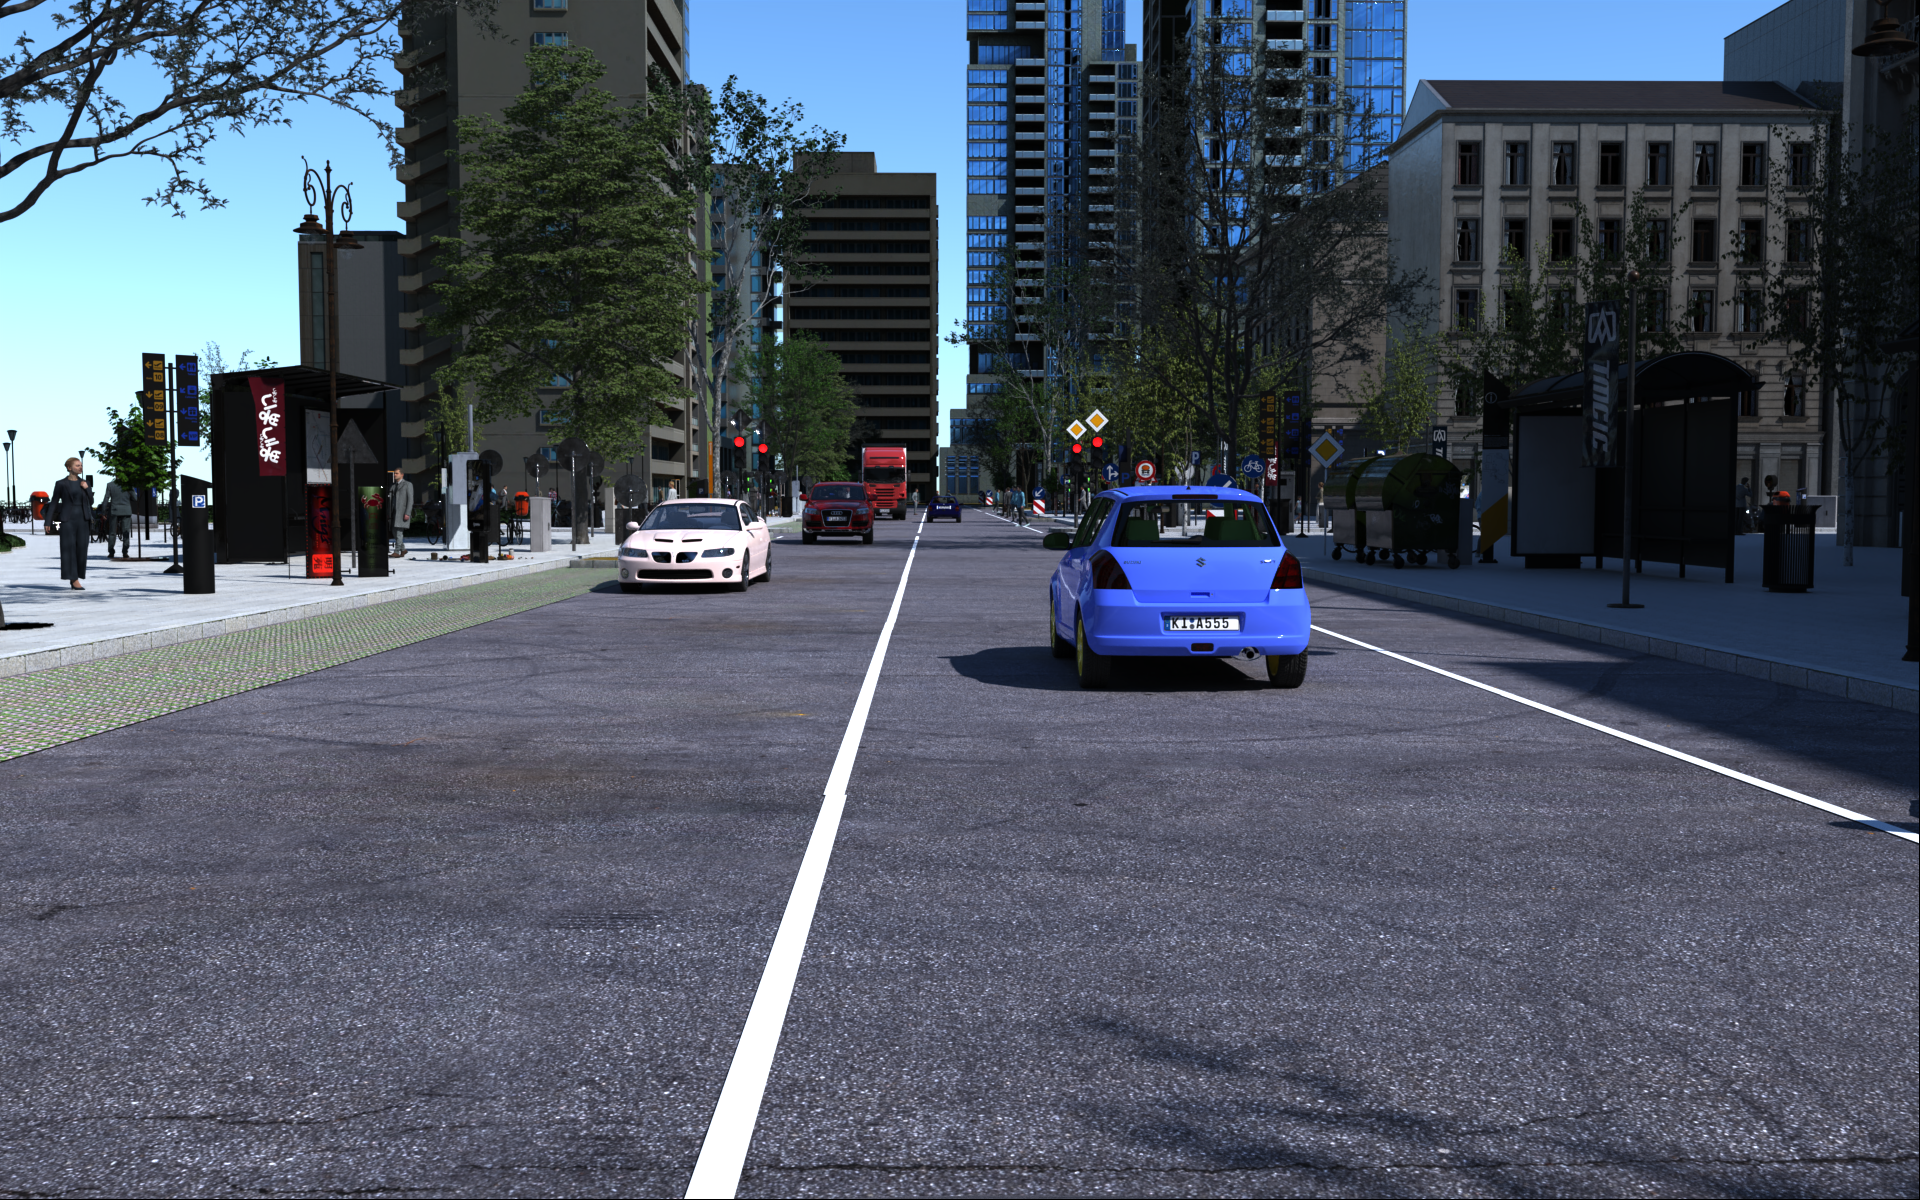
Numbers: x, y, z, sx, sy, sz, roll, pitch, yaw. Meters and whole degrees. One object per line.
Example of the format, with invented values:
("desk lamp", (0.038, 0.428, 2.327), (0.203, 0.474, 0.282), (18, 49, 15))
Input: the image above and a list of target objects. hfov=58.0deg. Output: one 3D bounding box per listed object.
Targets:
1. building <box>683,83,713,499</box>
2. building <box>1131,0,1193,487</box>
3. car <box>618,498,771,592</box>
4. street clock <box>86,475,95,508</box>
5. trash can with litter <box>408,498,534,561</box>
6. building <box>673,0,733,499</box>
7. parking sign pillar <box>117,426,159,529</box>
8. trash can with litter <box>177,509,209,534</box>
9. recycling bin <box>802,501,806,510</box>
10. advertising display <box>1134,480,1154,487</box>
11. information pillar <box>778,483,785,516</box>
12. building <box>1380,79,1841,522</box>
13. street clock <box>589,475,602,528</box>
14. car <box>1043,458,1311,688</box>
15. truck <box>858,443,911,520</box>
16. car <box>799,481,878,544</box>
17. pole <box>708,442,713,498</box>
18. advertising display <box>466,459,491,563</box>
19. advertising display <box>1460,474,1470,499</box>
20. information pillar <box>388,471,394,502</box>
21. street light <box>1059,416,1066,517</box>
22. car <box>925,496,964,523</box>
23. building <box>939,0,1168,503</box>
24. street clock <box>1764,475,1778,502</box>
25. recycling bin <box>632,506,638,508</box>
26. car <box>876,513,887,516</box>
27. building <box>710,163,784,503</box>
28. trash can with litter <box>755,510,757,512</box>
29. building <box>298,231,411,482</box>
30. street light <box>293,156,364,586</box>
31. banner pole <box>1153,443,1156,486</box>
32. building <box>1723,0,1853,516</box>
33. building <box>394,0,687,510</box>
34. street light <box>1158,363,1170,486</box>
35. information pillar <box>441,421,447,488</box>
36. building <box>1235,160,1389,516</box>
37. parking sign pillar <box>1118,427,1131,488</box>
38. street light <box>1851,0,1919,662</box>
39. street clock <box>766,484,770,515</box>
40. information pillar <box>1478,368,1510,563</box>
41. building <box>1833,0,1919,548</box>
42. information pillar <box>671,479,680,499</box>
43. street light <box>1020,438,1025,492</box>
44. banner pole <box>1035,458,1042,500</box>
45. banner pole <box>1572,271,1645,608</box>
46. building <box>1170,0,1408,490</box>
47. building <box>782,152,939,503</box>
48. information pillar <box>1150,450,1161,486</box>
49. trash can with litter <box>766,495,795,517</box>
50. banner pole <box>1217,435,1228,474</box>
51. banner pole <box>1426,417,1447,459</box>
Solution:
("building", (-31.898, -29.622, 167.917), (14.154, 41.232, 14.086), (0, 4, -1))
("building", (29.224, -46.017, 190.632), (20.563, 71.187, 20.611), (0, 4, -1))
("car", (-4.035, -0.889, 26.895), (2.083, 1.381, 4.827), (0, 4, 1))
("street clock", (-33.003, -3.739, 65.707), (0.358, 2.002, 0.471), (-2, 4, -30))
("trash can with litter", (-9.589, -1.390, 33.780), (2.233, 1.210, 1.678), (0, 4, 1))
("building", (-41.895, -53.572, 188.578), (31.000, 86.520, 22.319), (0, 4, -1))
("parking sign pillar", (-30.610, -4.639, 64.316), (1.447, 3.967, 1.447), (0, 4, -4))
("trash can with litter", (-24.315, -2.651, 54.737), (1.055, 1.170, 0.624), (1, 4, 9))
("recycling bin", (-12.421, -7.690, 138.293), (0.722, 1.027, 0.722), (0, 4, -4))
("advertising display", (8.574, -4.620, 80.745), (0.974, 1.923, 0.123), (2, 4, 31))
("information pillar", (-10.649, -6.033, 103.132), (0.304, 2.012, 0.304), (3, 5, 40))
("building", (30.464, -14.315, 83.207), (18.267, 20.994, 9.793), (0, 4, -1))
("street clock", (-13.798, -3.735, 65.643), (0.358, 2.002, 0.471), (2, 4, 35))
("car", (1.670, -0.276, 14.107), (1.945, 1.707, 3.694), (0, 4, -2))
("truck", (-4.315, -6.688, 98.260), (2.839, 4.237, 11.283), (0, 4, -3))
("car", (-3.570, -2.595, 51.101), (2.281, 1.827, 5.304), (0, 4, -3))
("pole", (-9.689, -4.491, 67.272), (0.158, 3.312, 0.155), (0, 3, 0))
("advertising display", (-9.011, -1.664, 32.413), (0.123, 1.923, 0.974), (-2, 4, -34))
("advertising display", (15.837, -3.033, 54.800), (0.123, 1.923, 0.974), (3, 5, 45))
("information pillar", (-18.342, -3.120, 55.507), (0.304, 2.012, 0.304), (2, 4, 31))
("street light", (5.868, -7.629, 97.526), (0.468, 5.910, 1.993), (0, 4, -1))
("car", (-0.789, -4.589, 87.603), (1.945, 1.354, 3.894), (0, 4, 0))
("building", (12.549, -57.123, 246.625), (31.000, 86.520, 22.319), (0, 4, -1))
("street clock", (30.855, -3.753, 65.929), (0.358, 2.002, 0.471), (-1, 4, -13))
("recycling bin", (-13.178, -3.411, 68.320), (0.722, 1.027, 0.722), (1, 4, 18))
("car", (-4.586, -6.239, 114.010), (2.014, 1.417, 4.499), (0, 4, 1))
("building", (-40.330, -38.431, 247.958), (30.456, 49.044, 23.786), (0, 4, -1))
("trash can with litter", (-14.358, -6.735, 121.499), (0.624, 1.170, 1.055), (-1, 4, -23))
("building", (-64.515, -25.832, 194.060), (14.107, 30.474, 14.160), (0, 4, -1))
("street light", (-8.742, -3.141, 24.136), (0.468, 5.910, 1.993), (0, 4, -1))
("banner pole", (9.449, -5.760, 84.200), (0.401, 3.779, 0.863), (0, 4, 6))
("building", (49.544, -16.294, 84.434), (19.932, 24.808, 12.078), (0, 4, -1))
("building", (-36.017, -32.178, 149.814), (21.300, 48.544, 21.600), (0, 4, -1))
("street light", (6.599, -5.114, 56.403), (0.468, 5.910, 1.993), (0, 4, -1))
("information pillar", (-16.619, -3.941, 55.797), (0.183, 3.616, 0.504), (0, 4, -7))
("building", (24.520, -16.487, 120.474), (10.553, 20.767, 40.483), (0, 4, -1))
("parking sign pillar", (6.559, -4.916, 68.849), (1.447, 3.967, 1.447), (0, 4, 4))
("street light", (7.348, -2.468, 13.147), (0.468, 5.910, 1.993), (0, 4, -1))
("street clock", (-11.448, -6.016, 102.932), (0.358, 2.002, 0.471), (0, 4, -4))
("information pillar", (9.905, -2.492, 32.099), (0.504, 3.616, 0.183), (1, 4, 15))
("building", (27.848, -11.571, 30.989), (13.314, 21.916, 24.055), (0, 4, -1))
("information pillar", (-14.297, -5.052, 87.093), (0.304, 2.012, 0.304), (2, 4, 28))
("street light", (5.074, -10.214, 139.793), (0.468, 5.910, 1.993), (0, 4, -1))
("banner pole", (5.376, -7.900, 119.177), (0.401, 3.779, 0.863), (-3, 5, -43))
("banner pole", (7.416, -1.816, 19.703), (0.401, 3.779, 0.863), (-2, 4, -33))
("building", (29.779, -52.094, 164.413), (22.319, 86.520, 31.000), (0, 4, -1))
("building", (-13.896, -38.172, 247.820), (21.600, 48.544, 21.300), (0, 4, -1))
("information pillar", (10.514, -6.173, 92.278), (0.504, 3.616, 0.183), (-1, 4, -12))
("trash can with litter", (-11.218, -5.781, 105.582), (2.233, 1.210, 1.678), (1, 4, 17))
("banner pole", (10.190, -4.739, 67.506), (0.863, 3.779, 0.401), (-3, 5, -40))
("banner pole", (15.368, -4.045, 56.156), (0.863, 3.779, 0.401), (1, 4, 8))
